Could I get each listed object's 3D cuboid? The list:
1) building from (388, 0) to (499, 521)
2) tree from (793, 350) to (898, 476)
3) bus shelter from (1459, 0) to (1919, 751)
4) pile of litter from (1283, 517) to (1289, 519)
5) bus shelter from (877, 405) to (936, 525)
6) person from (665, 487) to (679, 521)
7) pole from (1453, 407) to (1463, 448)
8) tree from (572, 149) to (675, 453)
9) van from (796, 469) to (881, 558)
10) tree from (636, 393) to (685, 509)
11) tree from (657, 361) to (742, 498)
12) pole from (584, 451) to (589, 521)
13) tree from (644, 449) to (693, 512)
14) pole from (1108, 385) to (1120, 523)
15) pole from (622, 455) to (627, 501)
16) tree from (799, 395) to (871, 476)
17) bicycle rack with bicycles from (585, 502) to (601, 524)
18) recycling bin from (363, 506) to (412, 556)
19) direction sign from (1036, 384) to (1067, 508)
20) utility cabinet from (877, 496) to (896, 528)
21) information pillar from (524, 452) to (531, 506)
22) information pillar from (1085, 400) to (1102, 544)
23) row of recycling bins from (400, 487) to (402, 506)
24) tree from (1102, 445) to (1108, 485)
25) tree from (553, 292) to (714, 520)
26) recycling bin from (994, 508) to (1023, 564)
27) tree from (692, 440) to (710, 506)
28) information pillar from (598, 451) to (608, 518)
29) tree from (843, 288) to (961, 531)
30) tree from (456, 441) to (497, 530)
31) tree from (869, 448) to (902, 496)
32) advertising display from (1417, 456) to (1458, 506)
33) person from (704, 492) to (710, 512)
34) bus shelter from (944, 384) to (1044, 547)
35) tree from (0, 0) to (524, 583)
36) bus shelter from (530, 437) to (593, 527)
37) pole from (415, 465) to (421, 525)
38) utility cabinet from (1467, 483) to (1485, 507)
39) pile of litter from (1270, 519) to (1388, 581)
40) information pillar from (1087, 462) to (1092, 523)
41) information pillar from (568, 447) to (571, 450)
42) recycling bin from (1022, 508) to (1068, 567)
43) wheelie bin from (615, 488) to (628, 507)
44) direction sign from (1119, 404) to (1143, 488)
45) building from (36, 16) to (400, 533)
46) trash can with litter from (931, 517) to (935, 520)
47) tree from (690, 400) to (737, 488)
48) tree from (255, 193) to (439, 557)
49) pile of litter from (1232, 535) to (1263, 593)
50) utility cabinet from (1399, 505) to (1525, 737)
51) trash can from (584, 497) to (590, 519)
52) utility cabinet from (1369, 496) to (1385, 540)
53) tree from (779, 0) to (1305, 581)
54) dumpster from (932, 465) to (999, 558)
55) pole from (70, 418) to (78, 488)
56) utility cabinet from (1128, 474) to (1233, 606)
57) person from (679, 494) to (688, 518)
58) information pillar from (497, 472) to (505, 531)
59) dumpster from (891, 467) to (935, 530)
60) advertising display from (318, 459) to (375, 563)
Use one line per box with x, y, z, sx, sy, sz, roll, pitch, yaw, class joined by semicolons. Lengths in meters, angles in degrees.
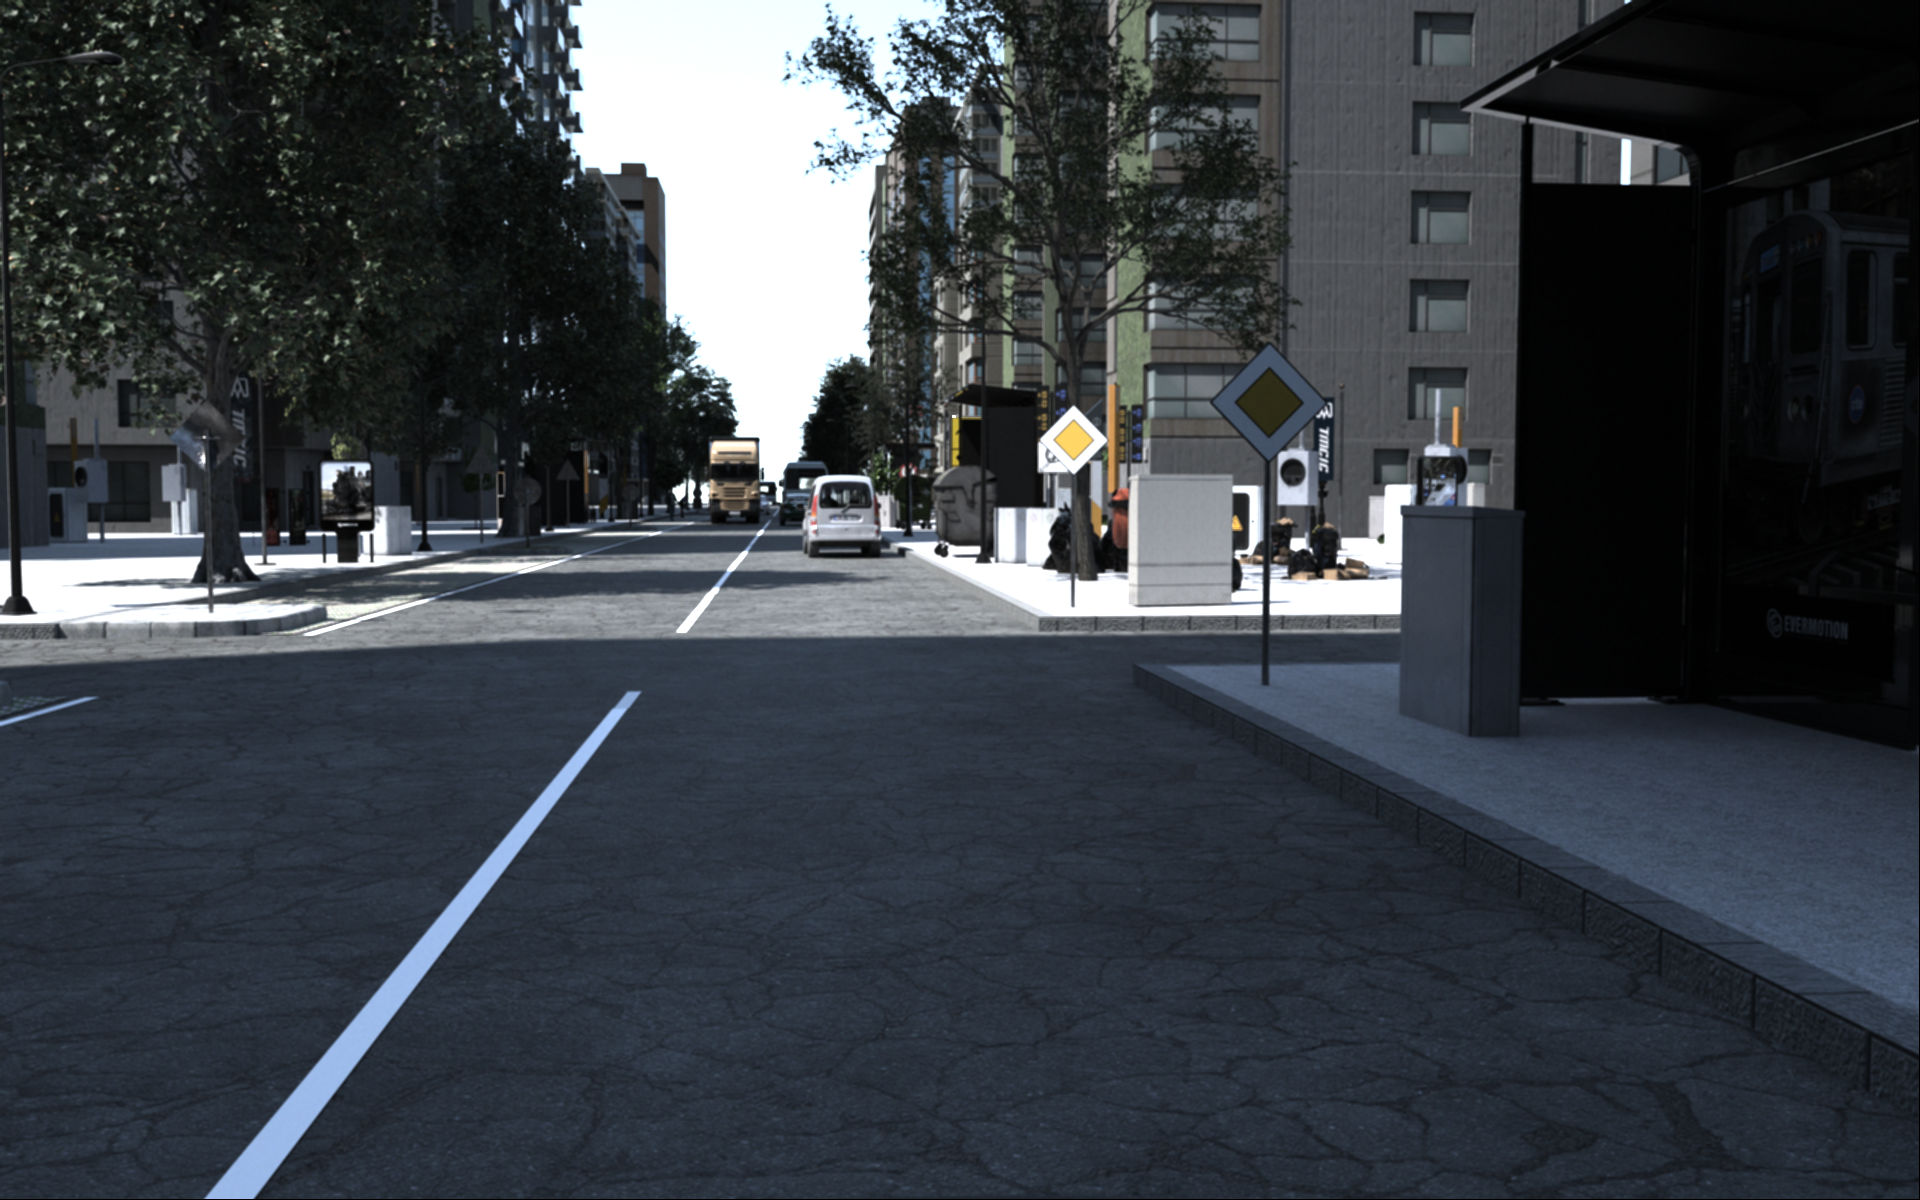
-30.774;-24.437;83.144;14.154;41.232;14.086;0;4;-6;building
-8.793;-13.535;138.308;9.611;12.733;9.660;0;3;0;tree
4.141;-0.992;7.503;1.731;3.624;6.357;0;4;-6;bus shelter
5.765;-1.076;31.559;1.176;0.858;1.719;-3;4;-38;pile of litter
-2.423;-5.977;75.353;2.179;5.291;8.768;0;4;-6;bus shelter
-15.074;-4.993;90.483;0.721;1.781;0.623;3;4;36;person
11.642;-2.860;40.599;0.158;3.312;0.155;0;3;0;pole
-13.280;-8.218;51.379;9.611;12.733;9.660;0;3;0;tree
-2.795;-2.046;40.471;2.013;2.044;4.112;0;4;-7;van
-23.773;-13.184;149.970;8.767;10.594;7.601;-1;4;-19;tree
-25.415;-15.961;167.612;9.857;13.997;8.962;0;3;0;tree
-17.596;-5.370;81.644;0.158;3.312;0.155;0;3;0;pole
-21.307;-8.720;126.278;4.285;4.588;4.351;0;3;0;tree
2.879;-2.360;32.432;0.158;3.312;0.155;0;3;0;pole
-17.667;-5.954;91.195;0.158;3.312;0.155;0;3;0;pole
-11.447;-15.090;164.848;7.486;12.596;7.792;0;3;0;tree
-17.035;-3.860;76.499;2.852;0.926;2.925;0;4;3;bicycle rack with bicycles
-12.017;-1.455;36.339;0.722;1.027;0.722;2;4;27;recycling bin
1.906;-2.695;36.055;0.379;3.537;0.876;-3;5;-42;direction sign
-2.858;-3.358;66.069;0.306;1.237;1.020;-3;4;-37;utility cabinet
-23.205;-6.223;93.095;0.504;3.616;0.183;1;4;21;information pillar
3.303;-3.155;42.944;0.504;3.616;0.183;-1;4;-19;information pillar
-24.797;-4.174;75.355;1.069;1.692;3.534;-1;4;-15;row of recycling bins
7.854;-5.810;78.713;4.285;4.588;4.351;0;3;0;tree
-16.968;-9.839;86.617;9.928;11.665;9.643;0;3;0;tree
1.112;-1.198;32.143;0.722;1.027;0.722;-2;4;-31;recycling bin
-26.762;-14.271;183.698;4.360;8.622;3.978;0;3;0;tree
-18.853;-6.124;91.482;0.504;3.616;0.183;-2;4;-35;information pillar
-1.777;-6.623;58.641;4.360;8.622;3.978;0;3;0;tree
-17.589;-4.155;62.532;1.663;3.219;1.824;0;3;0;tree
-3.173;-4.546;68.928;1.663;3.219;1.824;0;3;0;tree
8.132;-1.487;29.529;0.974;1.923;0.123;-3;4;-38;advertising display
-20.017;-7.952;139.224;1.217;1.735;0.721;-1;4;-21;person
0.754;-2.982;40.044;1.731;3.624;6.357;0;4;-5;bus shelter
-10.809;-6.601;24.939;9.611;12.733;9.660;0;3;0;tree
-16.211;-4.858;70.709;1.731;3.624;6.357;0;4;-5;bus shelter
-22.194;-4.712;70.883;0.158;3.312;0.155;0;3;0;pole
10.181;-1.580;34.515;0.318;1.500;1.173;2;4;26;utility cabinet
5.658;-0.744;26.136;1.719;0.858;1.176;0;4;0;pile of litter
2.852;-2.158;39.771;0.304;2.012;0.304;0;4;-5;information pillar
-18.681;-5.559;82.252;0.504;3.616;0.183;-1;4;-17;information pillar
1.647;-1.098;30.507;0.722;1.027;0.722;3;4;36;recycling bin
-18.034;-5.194;92.824;0.980;1.594;0.693;0;4;8;wheelie bin
4.295;-3.187;44.113;0.876;3.537;0.379;3;5;45;direction sign
-28.908;-17.724;61.494;14.160;30.474;14.107;0;4;-6;building
-1.912;-4.591;86.125;2.233;1.210;1.678;2;4;34;trash can with litter
-29.717;-17.690;207.351;7.486;12.596;7.792;0;3;0;tree
-12.513;-5.174;34.956;4.737;8.622;4.395;0;3;0;tree
3.184;-0.548;22.925;1.176;0.858;1.719;2;4;32;pile of litter
2.772;0.095;9.617;0.306;1.237;1.020;0;4;-7;utility cabinet
-18.446;-4.473;84.794;0.748;1.137;0.748;0;3;0;trash can
11.933;-2.273;48.324;1.020;1.237;0.306;1;4;14;utility cabinet
1.581;-5.566;25.424;7.601;10.594;8.767;1;4;23;tree
0.120;-1.823;35.569;1.264;1.857;1.865;0;4;-5;dumpster
-23.841;-3.231;46.666;0.158;3.312;0.155;0;3;0;pole
2.521;-0.683;19.850;1.173;1.500;0.318;-1;4;-17;utility cabinet
-16.784;-5.714;105.161;0.421;1.427;0.697;2;4;34;person
-15.410;-3.300;58.441;0.304;2.012;0.304;1;4;14;information pillar
-1.709;-3.702;63.025;1.502;2.255;1.985;0;4;-5;dumpster
-11.403;-1.652;32.219;0.974;1.923;0.123;-1;4;-8;advertising display
